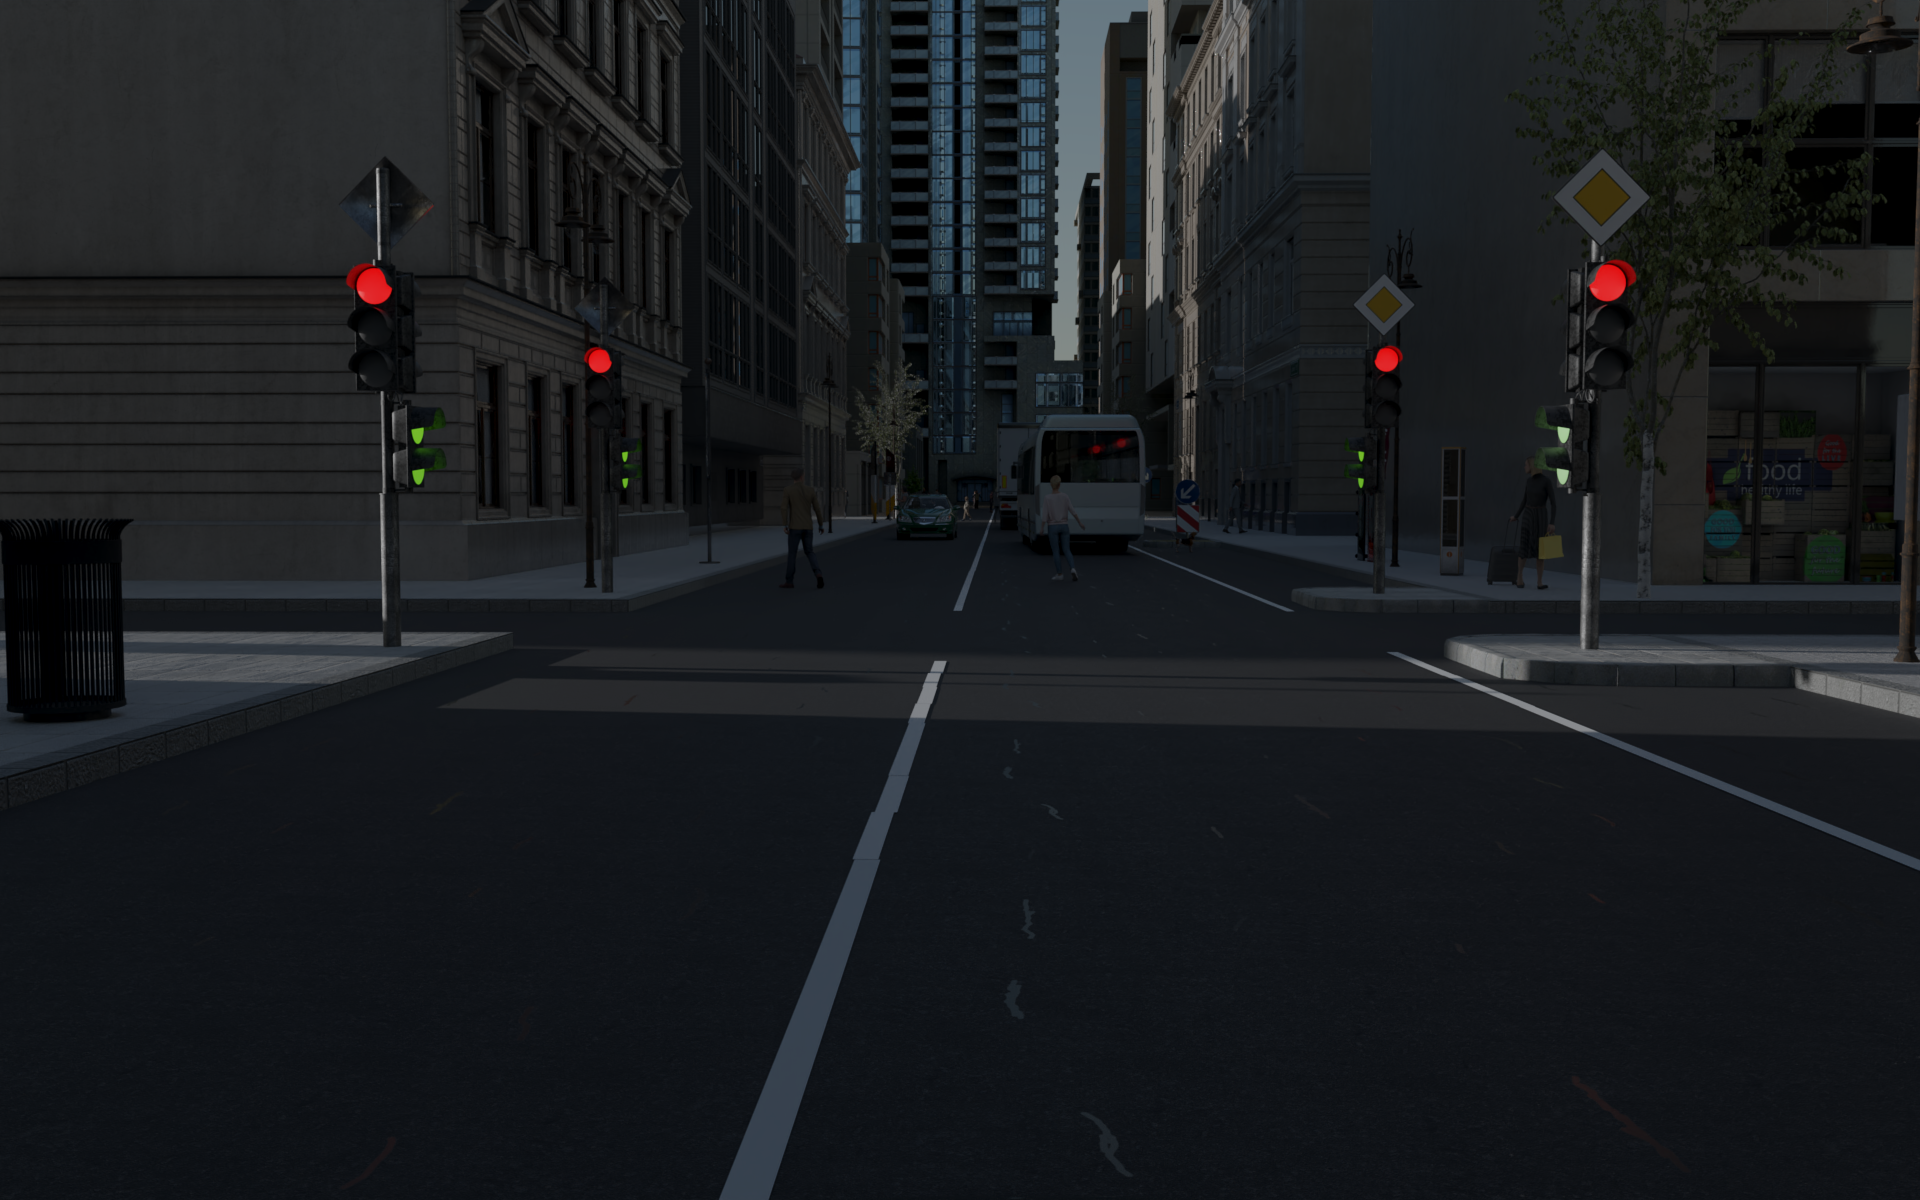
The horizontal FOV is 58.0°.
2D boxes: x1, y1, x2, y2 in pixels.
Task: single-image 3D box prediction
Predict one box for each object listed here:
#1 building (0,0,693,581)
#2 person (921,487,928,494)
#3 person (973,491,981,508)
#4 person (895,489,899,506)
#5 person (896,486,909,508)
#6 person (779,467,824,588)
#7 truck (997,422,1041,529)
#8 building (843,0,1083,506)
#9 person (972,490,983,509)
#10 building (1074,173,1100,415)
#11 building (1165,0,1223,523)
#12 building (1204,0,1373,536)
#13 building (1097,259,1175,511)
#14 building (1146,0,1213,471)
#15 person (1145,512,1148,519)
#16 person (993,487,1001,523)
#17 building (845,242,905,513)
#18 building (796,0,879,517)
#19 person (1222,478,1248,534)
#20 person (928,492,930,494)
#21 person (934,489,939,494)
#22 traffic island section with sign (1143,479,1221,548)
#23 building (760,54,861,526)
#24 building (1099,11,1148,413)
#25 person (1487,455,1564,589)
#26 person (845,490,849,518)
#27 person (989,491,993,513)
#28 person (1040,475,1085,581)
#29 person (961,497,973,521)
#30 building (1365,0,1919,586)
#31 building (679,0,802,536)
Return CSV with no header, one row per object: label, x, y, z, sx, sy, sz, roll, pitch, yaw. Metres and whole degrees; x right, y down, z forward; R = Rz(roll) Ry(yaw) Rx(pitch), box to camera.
building,-11.743,-10.366,34.113,10.561,19.102,19.286,0,4,1
person,-2.885,-8.167,139.589,1.348,1.821,0.705,3,4,38
person,1.670,-9.999,172.780,0.742,1.727,0.445,-1,4,-10
person,-4.516,-6.997,121.231,0.721,1.735,1.217,2,4,24
person,-2.353,-3.755,70.245,0.532,1.782,0.716,0,4,-3
person,-2.387,-1.099,26.379,0.836,1.842,0.656,3,4,36
truck,2.955,-5.163,73.329,2.839,4.237,11.283,0,4,3
building,-2.218,-53.785,192.055,31.000,86.520,22.319,0,4,1
person,1.601,-9.451,163.123,1.348,1.812,0.705,-3,4,-39
building,25.400,-30.977,198.359,23.993,40.220,32.217,0,4,1
building,17.331,-17.572,84.573,12.463,27.353,25.104,0,4,1
building,16.747,-16.877,61.850,13.634,28.700,20.117,0,4,1
building,25.895,-18.151,141.813,27.650,21.520,28.899,0,4,1
building,26.701,-32.015,112.689,28.713,52.752,27.495,0,4,1
person,9.298,-5.022,88.636,0.515,1.767,0.782,-1,4,-12
person,1.881,-4.698,85.501,0.526,1.800,0.537,-3,5,-43
building,-18.882,-17.670,133.944,27.650,21.520,28.899,0,4,1
building,-15.628,-40.891,106.822,20.563,71.187,20.611,0,4,1
person,8.952,-3.056,56.285,0.850,1.792,0.678,1,4,16
person,-2.549,-8.980,156.106,0.697,1.427,0.421,0,4,6
person,-2.094,-9.260,157.979,0.617,1.759,0.750,1,4,14
traffic island section with sign,6.014,-2.359,47.193,1.989,1.847,2.006,0,4,1
building,-11.108,-14.845,78.879,11.583,22.565,21.152,0,4,1
building,20.434,-31.353,162.728,14.600,45.320,14.200,0,4,1
person,7.759,-1.069,23.744,0.699,1.804,1.509,0,4,4
person,-6.123,-5.165,90.918,0.576,1.772,0.534,-2,4,-31
person,2.458,-7.501,132.610,0.415,1.643,0.593,-3,4,-36
person,1.755,-1.192,28.668,0.731,1.740,0.598,-2,4,-29
person,0.370,-4.816,91.509,0.640,1.303,0.475,-1,4,-19
building,26.945,-13.957,32.709,34.151,26.468,19.350,0,4,1
building,-13.518,-16.048,55.893,14.314,27.812,24.014,0,4,1
